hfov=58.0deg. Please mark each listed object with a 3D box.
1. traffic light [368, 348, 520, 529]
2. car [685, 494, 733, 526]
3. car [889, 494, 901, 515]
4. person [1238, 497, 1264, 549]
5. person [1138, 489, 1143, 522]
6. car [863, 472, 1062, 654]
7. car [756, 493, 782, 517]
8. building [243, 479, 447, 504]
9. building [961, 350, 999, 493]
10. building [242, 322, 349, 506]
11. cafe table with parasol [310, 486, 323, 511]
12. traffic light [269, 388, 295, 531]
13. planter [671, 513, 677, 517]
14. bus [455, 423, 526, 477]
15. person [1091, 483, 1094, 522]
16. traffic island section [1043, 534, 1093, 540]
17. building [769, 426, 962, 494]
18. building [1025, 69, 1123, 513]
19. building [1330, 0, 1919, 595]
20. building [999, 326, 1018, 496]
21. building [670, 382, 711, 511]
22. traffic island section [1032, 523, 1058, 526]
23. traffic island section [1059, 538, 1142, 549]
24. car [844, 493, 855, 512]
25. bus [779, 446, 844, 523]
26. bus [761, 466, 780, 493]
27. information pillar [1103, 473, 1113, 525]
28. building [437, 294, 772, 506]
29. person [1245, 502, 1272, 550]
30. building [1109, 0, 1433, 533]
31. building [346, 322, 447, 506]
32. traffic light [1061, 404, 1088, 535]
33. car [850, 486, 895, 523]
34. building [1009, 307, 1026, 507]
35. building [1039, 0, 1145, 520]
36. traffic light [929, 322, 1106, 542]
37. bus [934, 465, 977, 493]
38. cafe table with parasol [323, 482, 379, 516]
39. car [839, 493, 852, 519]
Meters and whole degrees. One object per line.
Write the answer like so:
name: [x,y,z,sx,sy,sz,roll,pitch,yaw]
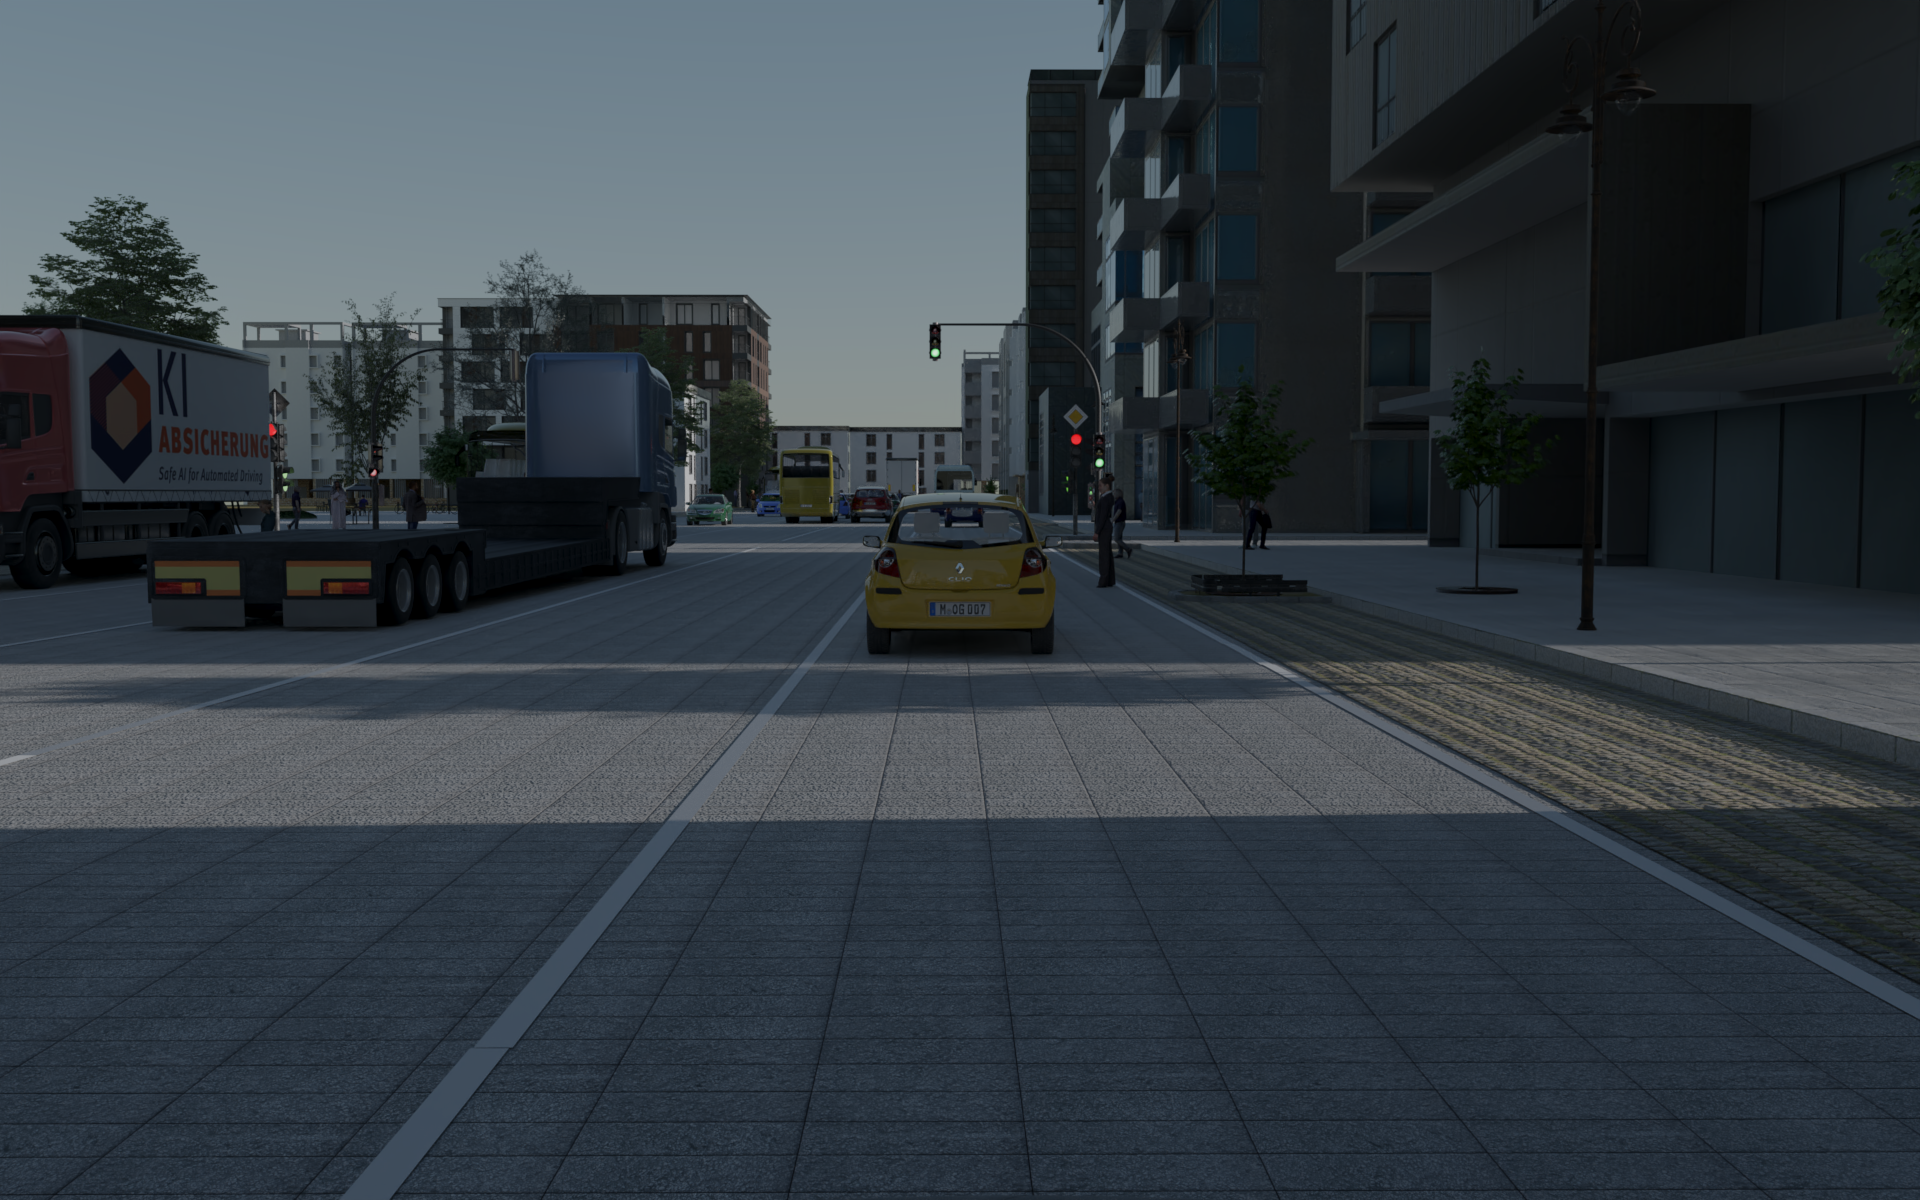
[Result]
traffic light: [-16.136,-4.854,54.036,4.771,5.953,1.251,0,4,0]
car: [-11.600,-4.196,80.400,2.131,1.459,4.920,0,4,-2]
car: [-4.353,-5.627,103.791,2.131,1.459,4.920,0,4,-1]
person: [6.858,-2.122,40.858,0.598,1.807,0.434,3,5,41]
person: [8.518,-4.419,80.513,0.429,1.552,0.499,0,4,-1]
car: [0.019,-0.409,16.915,2.015,1.641,3.980,0,4,1]
car: [-12.004,-6.177,110.587,1.945,1.707,3.694,0,4,-1]
building: [-74.566,-16.864,217.871,28.070,9.664,9.099,0,4,0]
building: [5.905,-22.307,221.138,11.380,20.091,16.016,0,4,0]
building: [-72.552,-20.799,196.478,11.380,20.091,16.016,0,4,0]
cafe table with parasol: [-44.790,-7.217,122.864,2.610,1.966,2.610,-2,4,-32]
traffic light: [-18.165,-3.491,46.000,0.839,4.253,0.868,0,4,0]
planter: [-18.346,-5.172,105.708,1.991,0.319,1.994,0,4,0]
bus: [-15.381,-4.383,63.202,2.896,3.916,12.252,0,4,-2]
person: [6.123,-4.441,78.781,0.434,1.807,0.598,2,4,25]
traffic island section: [3.633,-1.957,54.285,2.009,0.180,2.903,0,4,0]
building: [-13.786,-16.808,216.964,28.070,9.664,9.099,0,4,0]
building: [11.528,-21.400,121.585,14.160,30.474,14.107,0,4,0]
building: [22.535,-26.858,28.371,28.713,52.752,27.495,0,4,0]
building: [13.089,-19.735,189.118,16.747,18.905,31.486,0,4,0]
building: [-25.180,-12.338,143.874,9.099,9.664,28.070,0,4,0]
traffic island section: [3.435,-3.430,78.949,1.991,0.108,1.994,0,4,0]
traffic island section: [3.696,-1.469,46.300,2.009,0.180,2.903,0,4,0]
car: [-7.505,-6.650,117.770,2.155,1.783,4.494,0,4,-2]
bus: [-7.508,-5.904,88.073,2.896,3.916,12.252,0,4,-2]
bus: [-16.152,-10.191,158.166,2.896,3.916,12.252,0,4,-1]
information pillar: [5.066,-3.359,59.405,0.304,2.012,0.304,0,4,-5]
building: [-38.123,-21.242,191.286,32.646,21.610,27.936,0,4,0]
person: [6.892,-1.936,39.915,0.590,1.554,0.614,1,4,19]
building: [20.946,-27.237,64.928,30.456,49.044,23.786,0,4,0]
building: [-60.886,-20.825,196.904,11.380,20.091,16.016,0,4,0]
traffic light: [3.593,-3.991,54.170,0.839,4.253,0.868,0,4,0]
car: [-4.435,-4.832,87.671,2.281,1.827,5.304,0,4,0]
building: [12.823,-18.953,166.304,16.016,20.091,11.380,0,4,0]
building: [16.521,-47.977,97.102,22.319,86.520,31.000,0,4,0]
traffic light: [1.565,-4.365,46.028,4.771,5.953,1.251,0,4,0]
bus: [-0.303,-7.444,116.574,2.948,3.499,13.247,0,4,0]
cafe table with parasol: [-35.049,-5.883,101.060,2.610,1.966,2.610,2,4,25]
car: [-7.234,-5.566,100.588,1.945,1.707,3.694,0,4,-2]
